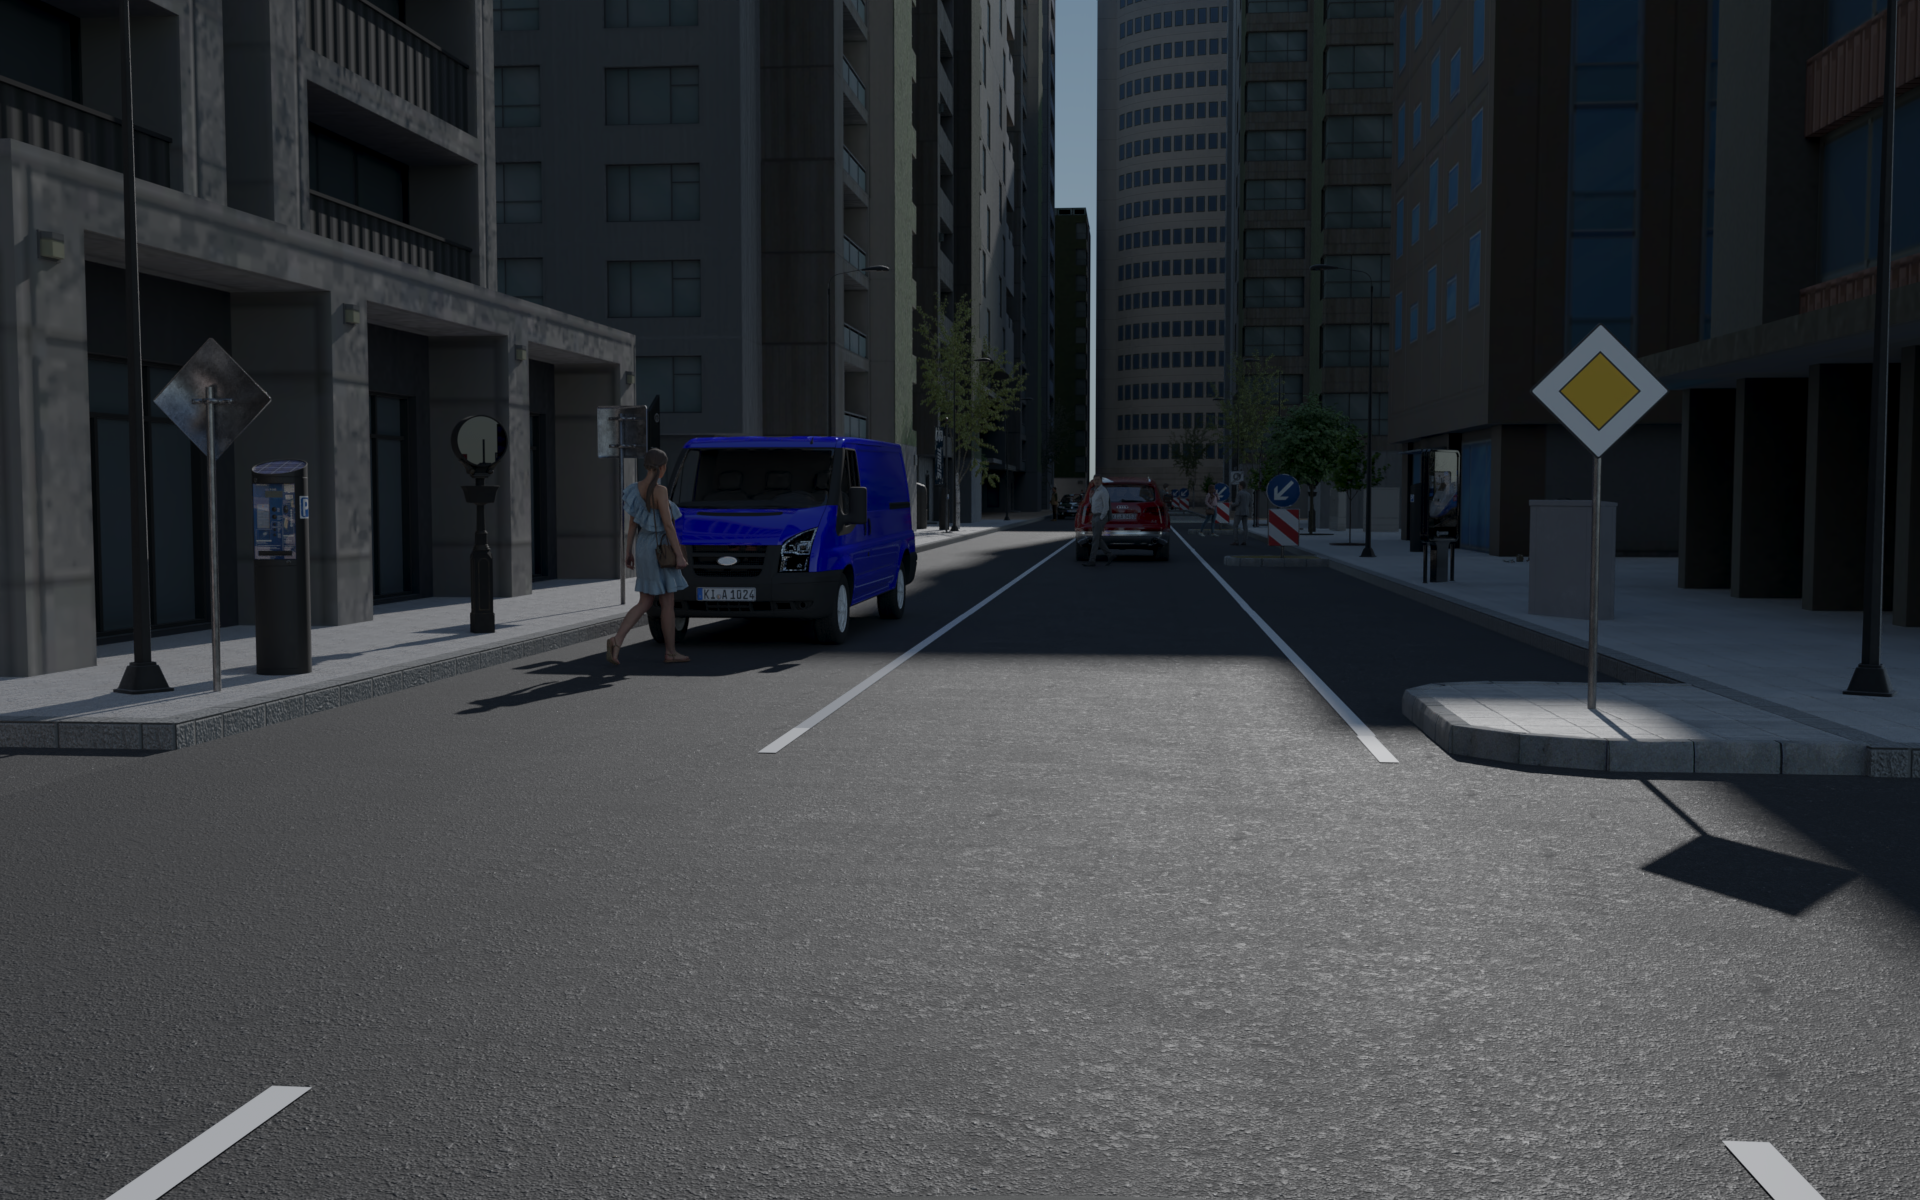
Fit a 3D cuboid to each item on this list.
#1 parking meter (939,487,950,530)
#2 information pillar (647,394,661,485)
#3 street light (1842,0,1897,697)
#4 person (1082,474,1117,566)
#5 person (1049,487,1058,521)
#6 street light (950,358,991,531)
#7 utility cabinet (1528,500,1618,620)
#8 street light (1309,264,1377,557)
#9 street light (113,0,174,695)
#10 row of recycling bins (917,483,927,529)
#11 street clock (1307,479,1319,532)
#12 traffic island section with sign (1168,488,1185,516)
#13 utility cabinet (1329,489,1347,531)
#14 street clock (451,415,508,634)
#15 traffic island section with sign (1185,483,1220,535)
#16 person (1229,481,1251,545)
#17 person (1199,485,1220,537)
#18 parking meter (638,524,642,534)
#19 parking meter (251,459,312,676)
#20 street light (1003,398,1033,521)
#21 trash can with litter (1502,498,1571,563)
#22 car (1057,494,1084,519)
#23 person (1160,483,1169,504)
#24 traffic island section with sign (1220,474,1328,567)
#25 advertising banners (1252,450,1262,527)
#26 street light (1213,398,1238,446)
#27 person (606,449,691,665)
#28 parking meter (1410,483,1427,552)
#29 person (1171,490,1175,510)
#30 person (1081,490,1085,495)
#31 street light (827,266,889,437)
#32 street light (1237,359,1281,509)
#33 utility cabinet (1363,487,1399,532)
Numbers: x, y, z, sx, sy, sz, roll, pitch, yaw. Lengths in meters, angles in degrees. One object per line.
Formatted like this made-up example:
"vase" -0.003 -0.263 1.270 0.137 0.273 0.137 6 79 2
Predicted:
"parking meter" -0.567 -3.273 61.926 0.372 1.533 0.369 0 3 0
"information pillar" -7.165 -3.012 40.607 0.183 3.616 0.504 1 4 19
"street light" 5.298 -2.352 10.991 1.470 5.913 1.316 0 4 6
"person" 2.760 -1.583 34.475 0.850 1.850 0.679 -2 4 -26
"person" 5.007 -5.121 92.324 0.705 1.812 1.348 -1 4 -10
"street light" 0.344 -5.310 59.366 1.470 5.913 1.316 0 4 6
"utility cabinet" 6.383 -0.422 18.069 0.306 1.237 1.020 -1 4 -20
"street light" 7.763 -3.828 35.123 1.470 5.913 1.316 0 4 6
"street light" -4.764 -2.353 11.006 1.470 5.913 1.316 0 4 6
"row of recycling bins" -2.464 -3.396 62.645 1.069 1.692 3.534 3 5 40
"street clock" 11.913 -3.303 58.566 0.471 2.002 0.358 -3 5 -40
"traffic island section with sign" 14.391 -6.335 112.210 1.989 1.847 2.006 0 4 6
"utility cabinet" 13.138 -3.156 60.278 0.318 1.500 1.173 0 4 -2
"street clock" -4.421 -0.698 15.977 0.471 2.002 0.358 -2 4 -29
"traffic island section with sign" 9.174 -3.257 61.884 1.989 1.847 2.006 0 4 6
"person" 7.829 -2.434 48.492 0.606 1.804 0.583 -3 5 -43
"person" 8.416 -3.023 58.509 0.643 1.750 0.593 3 4 36
"parking meter" -7.417 -1.941 40.151 0.372 1.533 0.369 0 3 0
"parking meter" -4.845 -0.242 12.374 0.372 1.533 0.369 0 3 0
"street light" 2.819 -6.801 83.734 1.470 5.913 1.316 0 4 6
"trash can with litter" 11.141 -1.345 33.051 2.233 1.210 1.678 -2 4 -26
"car" 6.510 -5.455 98.979 2.009 1.686 4.222 0 4 7
"person" 7.878 -3.571 66.687 0.447 1.846 0.655 -1 4 -13
"traffic island section with sign" 6.376 -1.618 35.074 1.989 1.847 2.006 0 4 6
"advertising banners" 11.558 -4.346 67.251 0.090 3.025 2.074 1 4 18
"street light" 12.908 -6.808 83.846 1.470 5.913 1.316 0 4 6
"person" -2.566 -0.360 14.488 0.778 1.811 0.616 -3 5 -43
"parking meter" 10.179 -1.835 38.415 0.372 1.533 0.369 0 3 0
"person" 18.600 -8.740 151.365 0.705 1.831 1.348 2 4 26
"person" 9.533 -7.608 133.337 0.683 1.767 0.568 0 4 -4
"street light" -2.138 -3.846 35.427 1.470 5.913 1.316 0 4 6
"street light" 10.411 -5.317 59.476 1.470 5.913 1.316 0 4 6
"utility cabinet" 14.172 -3.035 58.294 1.173 1.500 0.318 1 4 13
